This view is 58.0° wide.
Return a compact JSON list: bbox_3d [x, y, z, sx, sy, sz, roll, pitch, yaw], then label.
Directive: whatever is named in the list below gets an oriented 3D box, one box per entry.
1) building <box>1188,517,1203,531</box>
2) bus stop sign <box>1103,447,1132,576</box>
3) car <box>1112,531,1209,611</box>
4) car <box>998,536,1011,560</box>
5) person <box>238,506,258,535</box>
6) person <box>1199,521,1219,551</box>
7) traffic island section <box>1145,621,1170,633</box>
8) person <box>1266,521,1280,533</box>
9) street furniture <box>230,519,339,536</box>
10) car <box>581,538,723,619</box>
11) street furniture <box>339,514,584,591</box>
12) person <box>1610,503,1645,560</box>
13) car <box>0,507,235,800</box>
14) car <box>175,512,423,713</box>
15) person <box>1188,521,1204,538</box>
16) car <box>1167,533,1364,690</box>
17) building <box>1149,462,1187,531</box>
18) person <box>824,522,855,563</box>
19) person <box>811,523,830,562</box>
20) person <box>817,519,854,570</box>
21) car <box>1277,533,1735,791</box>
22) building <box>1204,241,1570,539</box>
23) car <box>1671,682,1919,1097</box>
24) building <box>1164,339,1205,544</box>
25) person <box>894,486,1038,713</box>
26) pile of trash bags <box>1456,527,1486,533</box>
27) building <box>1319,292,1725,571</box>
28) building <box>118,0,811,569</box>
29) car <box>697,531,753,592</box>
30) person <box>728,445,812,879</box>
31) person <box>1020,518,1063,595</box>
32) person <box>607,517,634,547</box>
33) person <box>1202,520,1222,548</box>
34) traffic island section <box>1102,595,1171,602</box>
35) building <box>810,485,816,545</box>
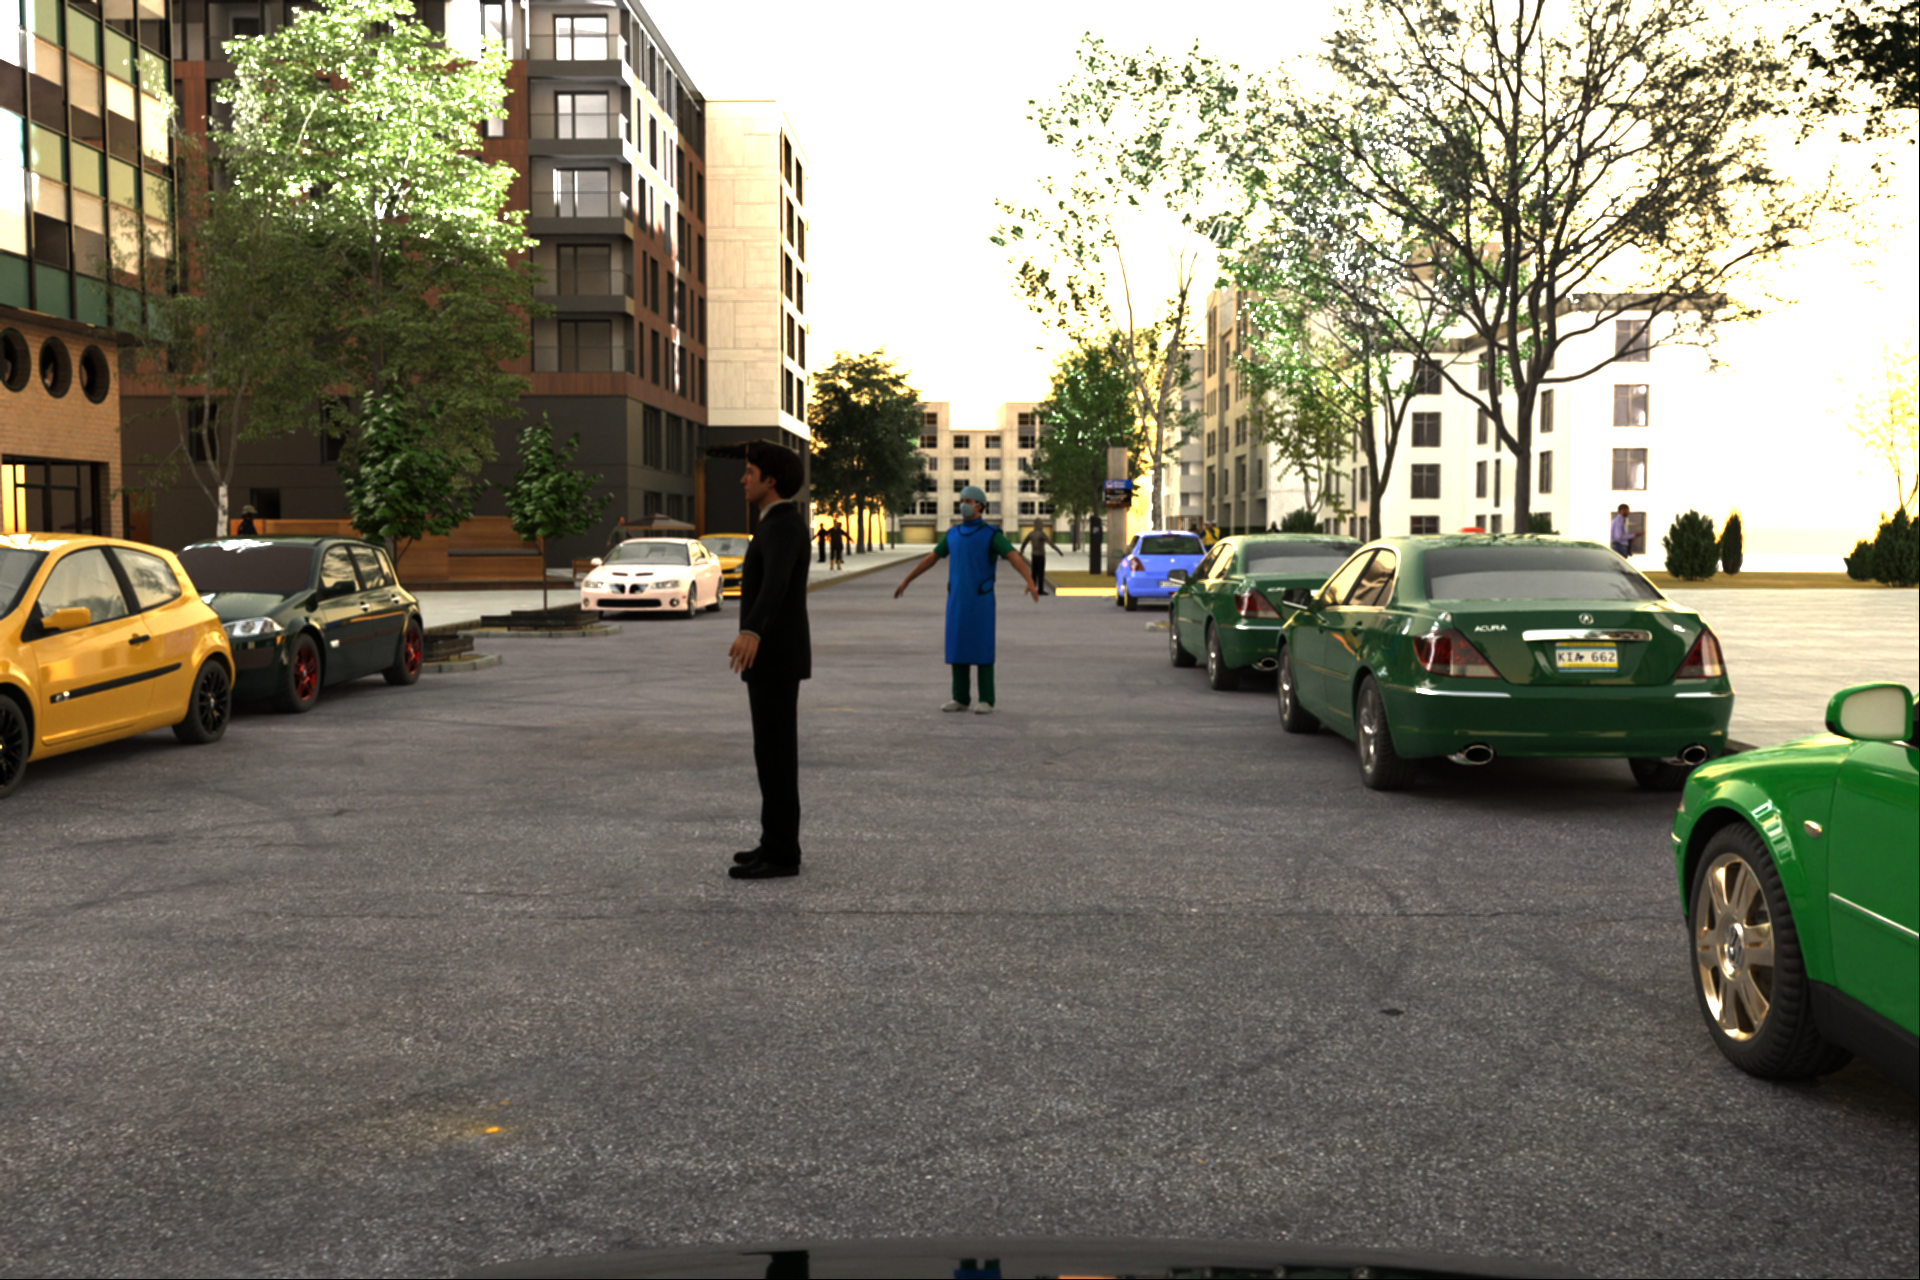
[{"bbox_3d":[29.512,-20.092,184.930,16.016,20.090,11.380,0,4,1],"label":"building"},{"bbox_3d":[4.806,-3.904,52.851,0.837,3.901,0.837,0,4,2],"label":"bus stop sign"},{"bbox_3d":[3.933,-1.462,33.496,1.945,1.707,3.694,0,4,1],"label":"car"},{"bbox_3d":[1.919,-5.446,98.628,1.945,1.707,3.694,0,4,1],"label":"car"},{"bbox_3d":[-14.105,-1.749,34.465,0.704,1.845,1.351,0,4,-5],"label":"person"},{"bbox_3d":[9.301,-3.558,64.630,1.216,1.772,0.721,-3,5,-42],"label":"person"},{"bbox_3d":[3.788,-0.186,25.912,1.991,0.108,1.994,0,4,1],"label":"traffic island section"},{"bbox_3d":[14.301,-4.474,78.937,1.354,1.856,0.705,1,4,22],"label":"person"},{"bbox_3d":[-18.599,-2.938,54.895,11.010,1.723,9.812,3,5,39],"label":"street furniture"},{"bbox_3d":[-5.390,-1.127,30.786,2.083,1.381,4.827,0,4,2],"label":"car"},{"bbox_3d":[-13.745,-2.179,42.489,11.010,1.723,9.812,-2,4,-25],"label":"street furniture"},{"bbox_3d":[12.193,-1.575,31.660,0.599,1.838,0.709,1,4,17],"label":"person"},{"bbox_3d":[-5.972,-0.016,10.488,2.015,1.641,3.980,0,4,1],"label":"car"},{"bbox_3d":[-6.066,-0.325,15.102,2.009,1.686,4.222,0,4,1],"label":"car"},{"bbox_3d":[10.293,-4.305,76.148,1.354,1.858,0.705,-1,4,-9],"label":"person"},{"bbox_3d":[3.210,-0.336,17.296,2.131,1.459,4.920,0,4,0],"label":"car"},{"bbox_3d":[27.892,-15.914,202.344,9.099,9.664,28.070,0,4,1],"label":"building"},{"bbox_3d":[-5.300,-4.270,75.966,1.345,1.843,0.704,-1,4,-16],"label":"person"},{"bbox_3d":[-6.288,-4.423,78.542,0.704,1.802,1.346,-3,5,-42],"label":"person"},{"bbox_3d":[-4.466,-3.422,62.093,1.346,1.812,0.704,0,4,-7],"label":"person"},{"bbox_3d":[3.222,0.043,11.099,2.131,1.459,4.920,0,4,1],"label":"car"},{"bbox_3d":[26.230,-15.104,113.409,16.747,18.905,31.486,0,4,1],"label":"building"},{"bbox_3d":[2.886,0.343,3.190,1.959,1.807,4.718,0,4,2],"label":"car"},{"bbox_3d":[25.097,-19.089,168.530,16.016,20.090,11.380,0,4,1],"label":"building"},{"bbox_3d":[0.078,-0.327,13.934,1.347,1.817,0.704,2,4,33],"label":"person"},{"bbox_3d":[6.547,-0.693,21.081,1.912,1.369,3.447,0,4,2],"label":"pile of trash bags"},{"bbox_3d":[22.381,-8.086,74.352,9.099,9.664,28.070,0,4,2],"label":"building"},{"bbox_3d":[-22.508,-14.432,79.931,27.936,21.610,32.646,0,4,1],"label":"building"},{"bbox_3d":[-5.342,-1.786,39.424,2.015,1.641,3.980,0,4,1],"label":"car"},{"bbox_3d":[-0.816,0.079,7.347,0.705,1.806,1.347,0,4,-4],"label":"person"},{"bbox_3d":[1.862,-1.967,40.741,0.705,1.813,1.348,-3,5,-44],"label":"person"},{"bbox_3d":[-10.228,-2.819,52.368,0.705,1.796,1.348,2,4,33],"label":"person"},{"bbox_3d":[10.036,-3.831,68.606,0.705,1.833,1.349,3,5,41],"label":"person"},{"bbox_3d":[4.101,-0.903,37.638,1.991,0.108,1.994,0,4,1],"label":"traffic island section"},{"bbox_3d":[-21.397,-16.024,204.132,9.099,9.664,28.070,0,4,1],"label":"building"}]
